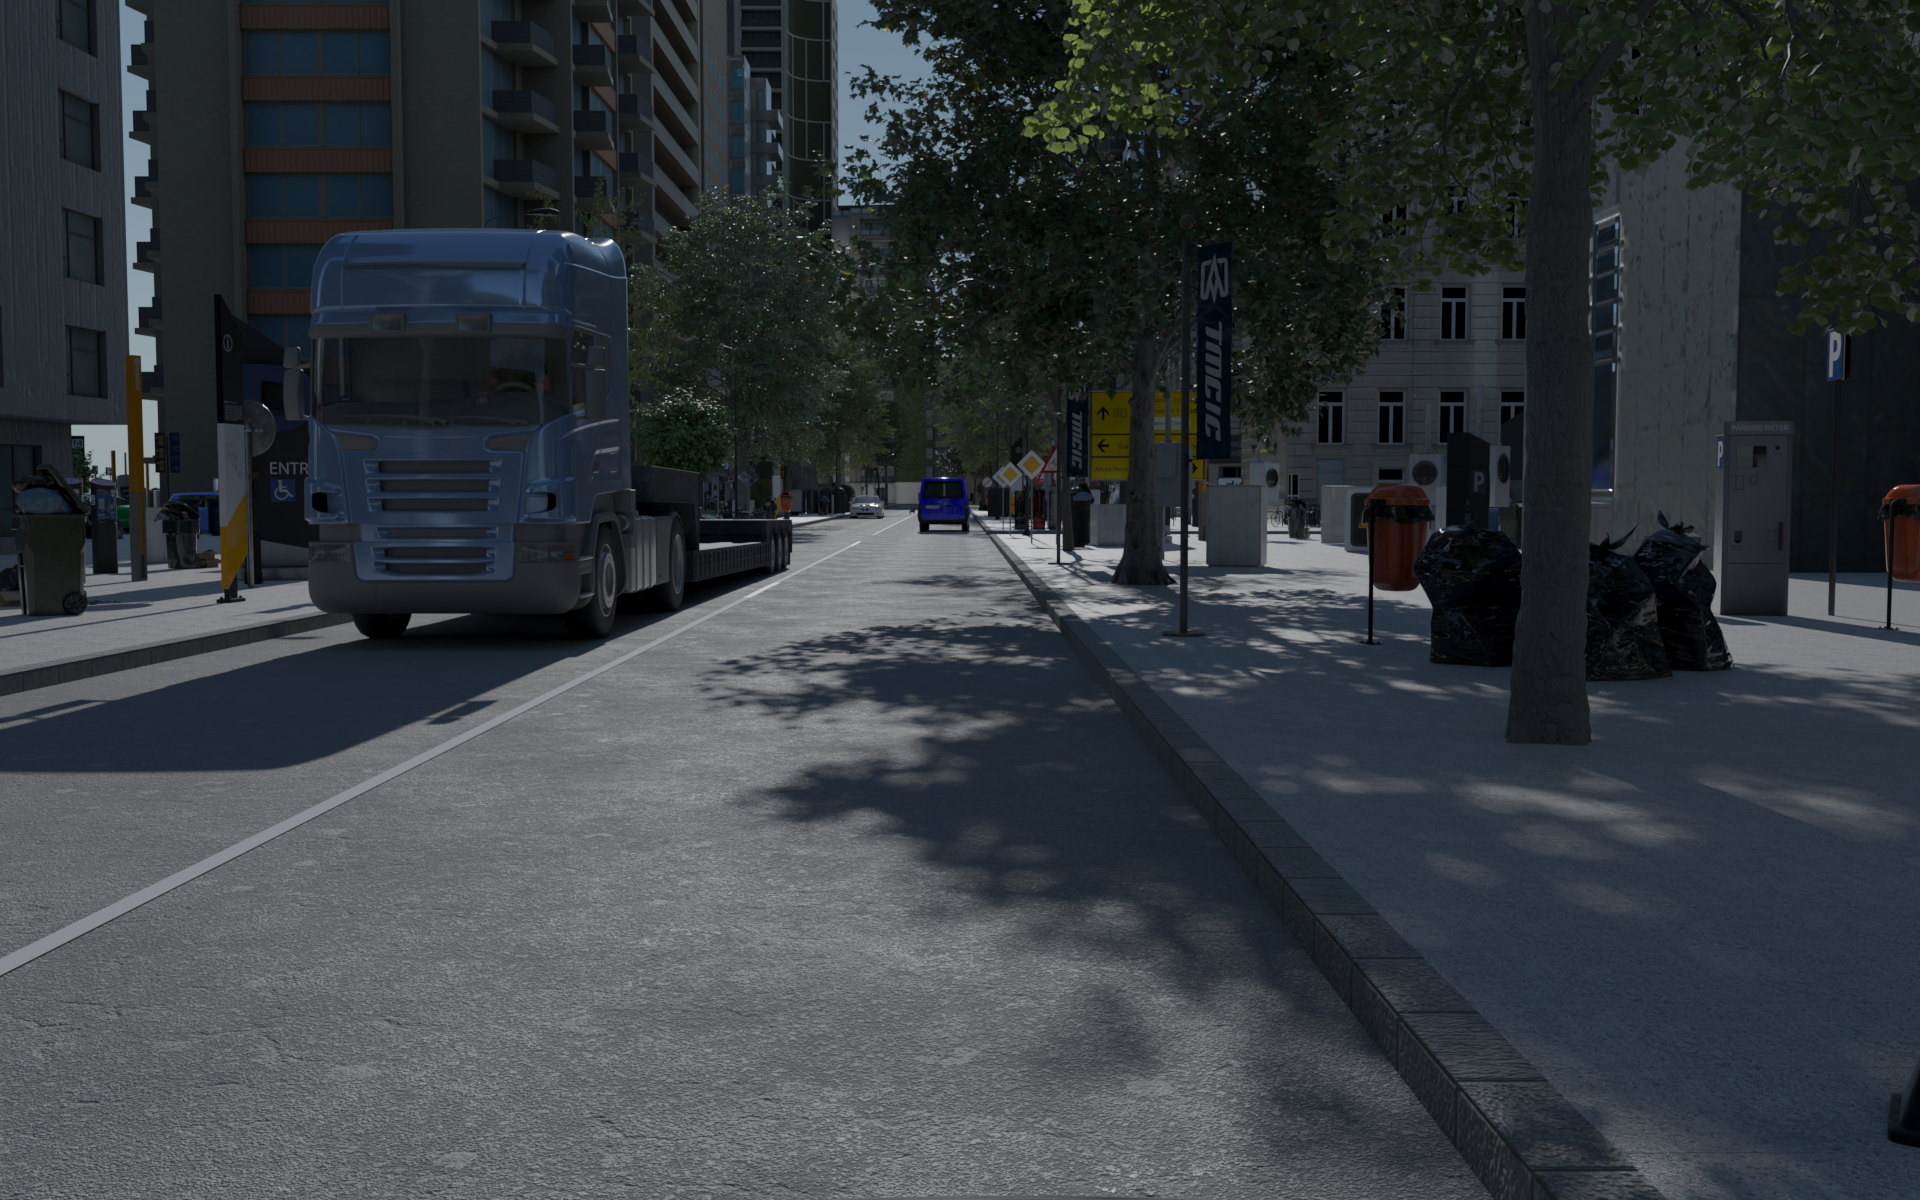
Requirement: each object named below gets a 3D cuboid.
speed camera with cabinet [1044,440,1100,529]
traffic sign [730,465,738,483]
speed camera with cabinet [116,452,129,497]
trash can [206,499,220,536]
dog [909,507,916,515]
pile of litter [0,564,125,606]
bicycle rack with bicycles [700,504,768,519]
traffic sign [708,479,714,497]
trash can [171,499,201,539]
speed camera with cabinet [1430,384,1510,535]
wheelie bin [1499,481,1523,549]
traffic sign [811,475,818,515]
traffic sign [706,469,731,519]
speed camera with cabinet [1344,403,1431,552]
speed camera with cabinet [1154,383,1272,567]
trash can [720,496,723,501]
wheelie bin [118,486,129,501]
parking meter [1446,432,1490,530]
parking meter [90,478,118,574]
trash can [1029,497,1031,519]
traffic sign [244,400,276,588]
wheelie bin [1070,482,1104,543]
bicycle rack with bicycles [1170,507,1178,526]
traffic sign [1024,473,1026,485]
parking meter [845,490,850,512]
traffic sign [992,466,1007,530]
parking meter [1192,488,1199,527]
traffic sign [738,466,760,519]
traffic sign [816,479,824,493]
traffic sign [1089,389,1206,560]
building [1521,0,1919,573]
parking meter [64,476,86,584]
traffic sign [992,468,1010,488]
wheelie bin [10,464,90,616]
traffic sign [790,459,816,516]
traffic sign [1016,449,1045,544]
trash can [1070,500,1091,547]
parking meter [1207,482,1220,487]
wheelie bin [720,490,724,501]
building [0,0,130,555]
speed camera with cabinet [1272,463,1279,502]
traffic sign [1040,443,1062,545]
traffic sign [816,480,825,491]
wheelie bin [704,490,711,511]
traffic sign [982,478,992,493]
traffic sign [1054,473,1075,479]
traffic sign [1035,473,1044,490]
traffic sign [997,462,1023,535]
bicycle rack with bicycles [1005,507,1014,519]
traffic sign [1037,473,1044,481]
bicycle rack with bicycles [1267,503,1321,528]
[{"bbox_3d":[4.119,-4.246,63.750,2.038,3.252,0.660,1,4,9],"label":"speed camera with cabinet"},{"bbox_3d":[-9.804,-4.681,76.646,0.768,2.556,0.104,0,4,8],"label":"traffic sign"},{"bbox_3d":[-40.188,-5.406,82.724,0.660,3.252,2.038,-3,4,-38],"label":"speed camera with cabinet"},{"bbox_3d":[-22.733,-2.536,53.121,0.748,1.137,0.748,0,3,0],"label":"trash can"},{"bbox_3d":[-3.314,-6.161,120.016,0.406,0.507,0.540,1,4,9],"label":"dog"},{"bbox_3d":[-10.769,-0.381,20.195,1.719,0.858,1.176,1,4,9],"label":"pile of litter"},{"bbox_3d":[-8.529,-3.155,64.958,2.925,0.926,2.852,-1,4,-12],"label":"bicycle rack with bicycles"},{"bbox_3d":[-10.973,-4.693,76.836,0.768,2.556,0.104,0,4,6],"label":"traffic sign"},{"bbox_3d":[-21.075,-2.174,47.202,0.748,1.137,0.748,0,3,0],"label":"trash can"},{"bbox_3d":[9.100,-2.221,30.651,0.660,3.252,2.038,3,4,38],"label":"speed camera with cabinet"},{"bbox_3d":[13.084,-2.013,40.813,0.980,1.594,0.693,-2,4,-23],"label":"wheelie bin"},{"bbox_3d":[-9.215,-6.578,107.650,0.768,2.556,0.104,0,4,4],"label":"traffic sign"},{"bbox_3d":[-7.490,-3.057,53.618,0.795,2.450,0.064,0,4,0],"label":"traffic sign"},{"bbox_3d":[9.524,-2.670,37.996,2.038,3.252,0.660,1,4,22],"label":"speed camera with cabinet"},{"bbox_3d":[4.420,-2.233,30.847,2.038,3.252,0.660,1,4,22],"label":"speed camera with cabinet"},{"bbox_3d":[-17.778,-7.070,127.251,0.748,1.137,0.748,0,3,0],"label":"trash can"},{"bbox_3d":[-32.818,-3.706,68.500,0.980,1.594,0.693,-1,4,-20],"label":"wheelie bin"},{"bbox_3d":[4.858,-0.665,16.579,0.399,1.863,0.255,-3,4,-39],"label":"parking meter"},{"bbox_3d":[-13.824,-1.197,27.977,0.372,1.533,0.369,0,3,0],"label":"parking meter"},{"bbox_3d":[3.741,-4.682,88.211,0.748,1.137,0.748,0,3,0],"label":"trash can"},{"bbox_3d":[-9.670,-1.433,23.538,0.768,2.556,0.104,0,4,4],"label":"traffic sign"},{"bbox_3d":[3.125,-2.313,45.725,0.693,1.594,0.980,-3,5,-44],"label":"wheelie bin"},{"bbox_3d":[7.280,-3.461,69.973,2.925,0.926,2.852,-1,4,-14],"label":"bicycle rack with bicycles"},{"bbox_3d":[2.989,-4.911,82.429,0.606,2.300,0.079,0,4,5],"label":"traffic sign"},{"bbox_3d":[-7.851,-6.878,120.868,0.372,1.533,0.369,0,3,0],"label":"parking meter"},{"bbox_3d":[1.533,-3.545,61.606,0.795,2.450,0.064,0,4,0],"label":"traffic sign"},{"bbox_3d":[9.271,-3.634,67.824,0.372,1.533,0.369,0,3,0],"label":"parking meter"},{"bbox_3d":[-7.511,-3.545,61.603,0.795,2.450,0.064,0,4,0],"label":"traffic sign"},{"bbox_3d":[-10.218,-7.590,125.278,0.795,2.450,0.064,0,4,3],"label":"traffic sign"},{"bbox_3d":[3.655,-2.442,33.804,2.265,3.308,0.079,0,4,5],"label":"traffic sign"},{"bbox_3d":[23.731,-43.298,20.591,22.319,86.520,31.000,0,4,0],"label":"building"},{"bbox_3d":[-12.735,-1.001,24.773,0.372,1.533,0.369,0,3,0],"label":"parking meter"},{"bbox_3d":[3.603,-8.496,132.780,2.265,3.308,0.079,1,4,9],"label":"traffic sign"},{"bbox_3d":[-9.668,-0.641,18.385,0.693,1.594,0.980,-3,4,-38],"label":"wheelie bin"},{"bbox_3d":[-9.599,-6.588,101.588,2.265,3.308,0.079,0,4,5],"label":"traffic sign"},{"bbox_3d":[1.853,-2.668,44.802,0.795,2.450,0.064,0,4,0],"label":"traffic sign"},{"bbox_3d":[2.797,-1.845,41.821,0.748,1.137,0.748,0,3,0],"label":"trash can"},{"bbox_3d":[5.450,-1.748,36.998,0.372,1.533,0.369,0,3,0],"label":"parking meter"},{"bbox_3d":[-18.129,-7.635,132.741,0.980,1.594,0.693,1,4,17],"label":"wheelie bin"},{"bbox_3d":[-26.102,-16.123,35.320,14.107,30.474,14.160,0,4,0],"label":"building"},{"bbox_3d":[8.047,-3.294,48.186,2.038,3.252,0.660,-3,5,-42],"label":"speed camera with cabinet"},{"bbox_3d":[2.466,-2.688,43.961,0.884,2.594,0.081,0,4,0],"label":"traffic sign"},{"bbox_3d":[-10.203,-7.620,126.716,0.606,2.300,0.079,0,4,1],"label":"traffic sign"},{"bbox_3d":[-17.895,-7.068,123.476,0.693,1.594,0.980,-1,4,-13],"label":"wheelie bin"},{"bbox_3d":[2.089,-8.131,133.050,0.768,2.556,0.104,0,4,3],"label":"traffic sign"},{"bbox_3d":[2.982,-2.897,49.494,0.606,2.300,0.079,0,4,1],"label":"traffic sign"},{"bbox_3d":[3.952,-5.099,83.481,0.768,2.556,0.104,0,4,4],"label":"traffic sign"},{"bbox_3d":[1.554,-3.057,53.620,0.795,2.450,0.064,0,4,0],"label":"traffic sign"},{"bbox_3d":[3.633,-4.731,90.733,2.852,0.926,2.925,-2,4,-34],"label":"bicycle rack with bicycles"},{"bbox_3d":[3.475,-4.185,68.435,0.884,2.594,0.081,0,4,7],"label":"traffic sign"},{"bbox_3d":[13.189,-3.298,67.308,2.852,0.926,2.925,2,4,35],"label":"bicycle rack with bicycles"}]
